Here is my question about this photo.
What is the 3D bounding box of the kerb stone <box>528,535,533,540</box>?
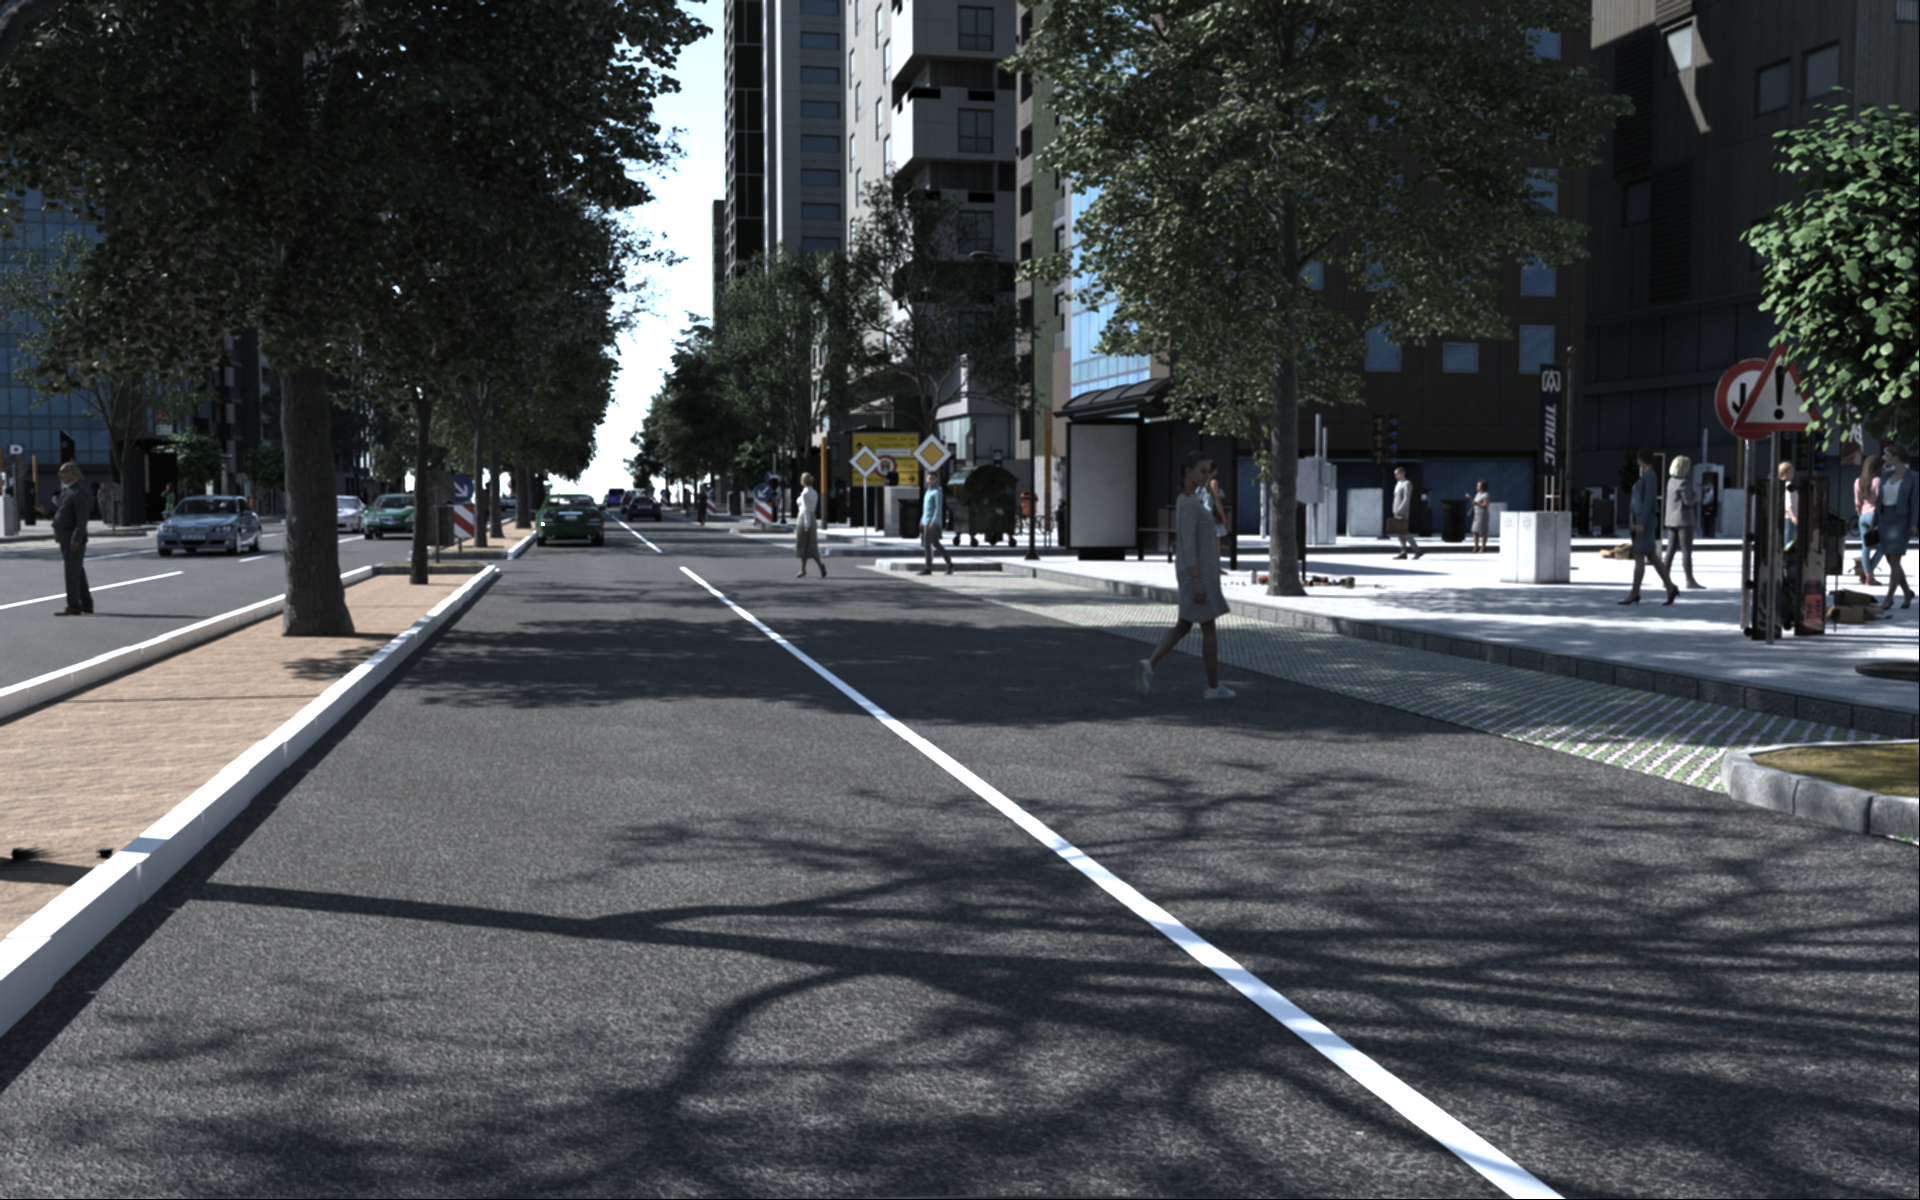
[{"bbox_3d":[-12.737,-1.761,51.060,0.120,0.150,1.000,-1,4,-12],"label":"kerb stone"}]

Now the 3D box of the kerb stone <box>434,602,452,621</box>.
[{"bbox_3d":[-5.866,0.162,19.545,0.120,0.150,1.000,-1,4,-12],"label":"kerb stone"}]

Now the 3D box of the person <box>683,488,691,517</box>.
[{"bbox_3d":[-17.083,-6.104,108.315,0.388,1.821,0.555,2,4,32],"label":"person"}]

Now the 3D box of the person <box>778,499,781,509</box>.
[{"bbox_3d":[-15.479,-8.504,148.311,0.991,1.433,0.599,1,4,15],"label":"person"}]

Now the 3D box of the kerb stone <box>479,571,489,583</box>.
[{"bbox_3d":[-7.617,-0.327,27.541,0.120,0.150,1.000,-1,4,-12],"label":"kerb stone"}]

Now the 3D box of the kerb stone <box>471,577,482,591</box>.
[{"bbox_3d":[-7.175,-0.205,25.545,0.120,0.150,1.000,-1,4,-12],"label":"kerb stone"}]

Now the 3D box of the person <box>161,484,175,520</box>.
[{"bbox_3d":[-27.186,-3.117,59.708,0.600,1.795,0.529,3,5,42],"label":"person"}]

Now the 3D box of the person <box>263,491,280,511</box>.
[{"bbox_3d":[-51.727,-7.555,130.080,1.217,1.766,0.721,-2,4,-35],"label":"person"}]

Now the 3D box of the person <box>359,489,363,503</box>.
[{"bbox_3d":[-71.122,-12.225,205.852,1.348,1.831,0.705,0,4,-4],"label":"person"}]

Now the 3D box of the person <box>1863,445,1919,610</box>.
[{"bbox_3d":[10.427,-0.804,19.216,0.654,1.822,0.581,-1,4,-13],"label":"person"}]

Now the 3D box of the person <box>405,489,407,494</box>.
[{"bbox_3d":[-58.866,-10.882,183.900,1.348,1.831,0.705,-1,4,-17],"label":"person"}]

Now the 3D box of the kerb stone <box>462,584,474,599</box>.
[{"bbox_3d":[-6.732,-0.079,23.549,0.120,0.150,1.000,-1,4,-12],"label":"kerb stone"}]

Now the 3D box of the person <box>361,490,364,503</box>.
[{"bbox_3d":[-66.762,-11.446,194.127,0.756,1.711,0.436,-1,4,-10],"label":"person"}]

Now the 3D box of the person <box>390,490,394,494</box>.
[{"bbox_3d":[-68.032,-12.314,207.379,1.348,1.823,0.705,3,5,40],"label":"person"}]

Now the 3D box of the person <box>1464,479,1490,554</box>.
[{"bbox_3d":[12.367,-1.997,41.511,0.532,1.782,0.716,-1,4,-12],"label":"person"}]

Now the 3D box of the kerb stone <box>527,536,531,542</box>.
[{"bbox_3d":[-12.305,-1.643,49.056,0.120,0.150,1.000,-1,4,-12],"label":"kerb stone"}]

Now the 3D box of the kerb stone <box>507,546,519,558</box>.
[{"bbox_3d":[-10.342,-1.090,40.029,0.120,0.150,1.000,-1,4,-12],"label":"kerb stone"}]

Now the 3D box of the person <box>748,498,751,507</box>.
[{"bbox_3d":[-21.115,-10.232,174.157,0.721,1.723,1.217,-1,4,-11],"label":"person"}]

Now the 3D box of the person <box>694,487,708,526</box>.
[{"bbox_3d":[-11.746,-4.266,78.665,0.576,1.772,0.534,-2,4,-30],"label":"person"}]

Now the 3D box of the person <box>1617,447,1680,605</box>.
[{"bbox_3d":[7.956,-0.851,19.974,0.654,1.822,0.581,3,4,37],"label":"person"}]

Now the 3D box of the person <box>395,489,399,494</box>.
[{"bbox_3d":[-64.117,-11.681,197.028,0.705,1.823,1.348,1,4,15],"label":"person"}]

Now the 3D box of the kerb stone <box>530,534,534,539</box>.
[{"bbox_3d":[-12.958,-1.824,52.059,0.120,0.150,1.000,-1,4,-12],"label":"kerb stone"}]

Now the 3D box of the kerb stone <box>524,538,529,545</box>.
[{"bbox_3d":[-11.862,-1.521,47.059,0.120,0.150,1.000,-1,4,-12],"label":"kerb stone"}]

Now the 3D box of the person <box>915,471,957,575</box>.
[{"bbox_3d":[-0.419,-1.347,30.393,0.748,1.841,0.638,0,4,-6],"label":"person"}]

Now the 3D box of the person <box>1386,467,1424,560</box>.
[{"bbox_3d":[8.668,-1.701,33.982,0.853,1.813,0.709,-1,4,-12],"label":"person"}]

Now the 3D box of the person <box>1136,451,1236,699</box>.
[{"bbox_3d":[1.596,-0.169,12.022,0.760,1.731,0.466,-2,4,-29],"label":"person"}]

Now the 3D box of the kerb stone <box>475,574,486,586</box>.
[{"bbox_3d":[-7.400,-0.264,26.542,0.120,0.150,1.000,-1,4,-12],"label":"kerb stone"}]

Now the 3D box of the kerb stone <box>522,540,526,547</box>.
[{"bbox_3d":[-11.427,-1.397,45.042,0.120,0.150,1.000,-1,4,-12],"label":"kerb stone"}]

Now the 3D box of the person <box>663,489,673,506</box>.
[{"bbox_3d":[-30.839,-10.849,183.443,0.705,1.821,1.348,3,5,40],"label":"person"}]

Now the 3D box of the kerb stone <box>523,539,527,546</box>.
[{"bbox_3d":[-11.651,-1.459,46.051,0.120,0.150,1.000,-1,4,-12],"label":"kerb stone"}]

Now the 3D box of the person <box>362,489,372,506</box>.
[{"bbox_3d":[-58.390,-10.021,170.568,0.721,1.739,1.217,2,4,30],"label":"person"}]

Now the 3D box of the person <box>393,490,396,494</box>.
[{"bbox_3d":[-76.383,-13.972,234.108,0.705,1.869,1.348,-1,4,-16],"label":"person"}]

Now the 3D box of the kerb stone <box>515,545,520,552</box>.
[{"bbox_3d":[-10.555,-1.152,41.029,0.120,0.150,1.000,-1,4,-12],"label":"kerb stone"}]

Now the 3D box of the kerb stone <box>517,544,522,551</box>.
[{"bbox_3d":[-10.778,-1.212,42.031,0.120,0.150,1.000,-1,4,-12],"label":"kerb stone"}]

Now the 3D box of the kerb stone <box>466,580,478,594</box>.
[{"bbox_3d":[-6.959,-0.144,24.545,0.120,0.150,1.000,-1,4,-12],"label":"kerb stone"}]

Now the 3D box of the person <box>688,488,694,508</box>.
[{"bbox_3d":[-25.325,-9.535,161.942,1.348,1.823,0.705,0,4,3],"label":"person"}]

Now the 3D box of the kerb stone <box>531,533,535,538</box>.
[{"bbox_3d":[-13.179,-1.888,53.066,0.120,0.150,1.000,-1,4,-12],"label":"kerb stone"}]

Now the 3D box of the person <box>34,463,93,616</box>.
[{"bbox_3d":[-10.634,-0.729,20.591,0.590,1.801,0.661,-3,5,-43],"label":"person"}]

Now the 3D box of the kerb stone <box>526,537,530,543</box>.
[{"bbox_3d":[-12.092,-1.582,48.057,0.120,0.150,1.000,-1,4,-12],"label":"kerb stone"}]

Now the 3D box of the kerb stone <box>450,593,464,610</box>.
[{"bbox_3d":[-6.296,0.043,21.551,0.120,0.150,1.000,-1,4,-12],"label":"kerb stone"}]

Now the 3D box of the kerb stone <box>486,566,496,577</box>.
[{"bbox_3d":[-8.045,-0.449,29.542,0.120,0.150,1.000,-1,4,-12],"label":"kerb stone"}]

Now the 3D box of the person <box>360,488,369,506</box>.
[{"bbox_3d":[-51.301,-8.758,149.258,0.705,1.821,1.348,1,4,12],"label":"person"}]

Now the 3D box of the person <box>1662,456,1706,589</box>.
[{"bbox_3d":[9.858,-1.063,23.607,0.526,1.800,0.537,0,4,7],"label":"person"}]

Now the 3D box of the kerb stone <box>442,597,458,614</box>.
[{"bbox_3d":[-6.090,0.101,20.548,0.120,0.150,1.000,-1,4,-12],"label":"kerb stone"}]

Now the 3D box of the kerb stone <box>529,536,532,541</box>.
[{"bbox_3d":[-12.530,-1.704,50.058,0.120,0.150,1.000,-1,4,-12],"label":"kerb stone"}]

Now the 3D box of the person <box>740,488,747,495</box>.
[{"bbox_3d":[-16.250,-7.509,128.825,1.348,1.822,0.705,-1,4,-21],"label":"person"}]

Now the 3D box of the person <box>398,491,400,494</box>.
[{"bbox_3d":[-73.238,-13.424,226.306,0.721,1.735,1.217,2,4,27],"label":"person"}]

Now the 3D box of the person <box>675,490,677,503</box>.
[{"bbox_3d":[-39.721,-14.429,242.039,0.705,1.814,1.350,0,4,-8],"label":"person"}]

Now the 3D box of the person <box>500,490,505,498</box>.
[{"bbox_3d":[-49.225,-10.897,186.648,0.705,1.826,1.348,1,4,10],"label":"person"}]

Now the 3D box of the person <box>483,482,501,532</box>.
[{"bbox_3d":[-15.460,-2.967,56.920,0.656,1.842,0.836,-3,5,-40],"label":"person"}]

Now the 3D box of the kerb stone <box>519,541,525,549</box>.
[{"bbox_3d":[-11.213,-1.336,44.042,0.120,0.150,1.000,-1,4,-12],"label":"kerb stone"}]

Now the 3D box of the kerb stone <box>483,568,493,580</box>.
[{"bbox_3d":[-7.828,-0.386,28.543,0.120,0.150,1.000,-1,4,-12],"label":"kerb stone"}]

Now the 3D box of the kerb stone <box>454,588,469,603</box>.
[{"bbox_3d":[-6.526,-0.022,22.547,0.120,0.150,1.000,-1,4,-12],"label":"kerb stone"}]

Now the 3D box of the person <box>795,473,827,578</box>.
[{"bbox_3d":[-2.549,-1.276,29.587,0.641,1.798,0.478,3,4,36],"label":"person"}]

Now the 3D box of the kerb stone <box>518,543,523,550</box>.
[{"bbox_3d":[-10.992,-1.275,43.044,0.120,0.150,1.000,-1,4,-12],"label":"kerb stone"}]
